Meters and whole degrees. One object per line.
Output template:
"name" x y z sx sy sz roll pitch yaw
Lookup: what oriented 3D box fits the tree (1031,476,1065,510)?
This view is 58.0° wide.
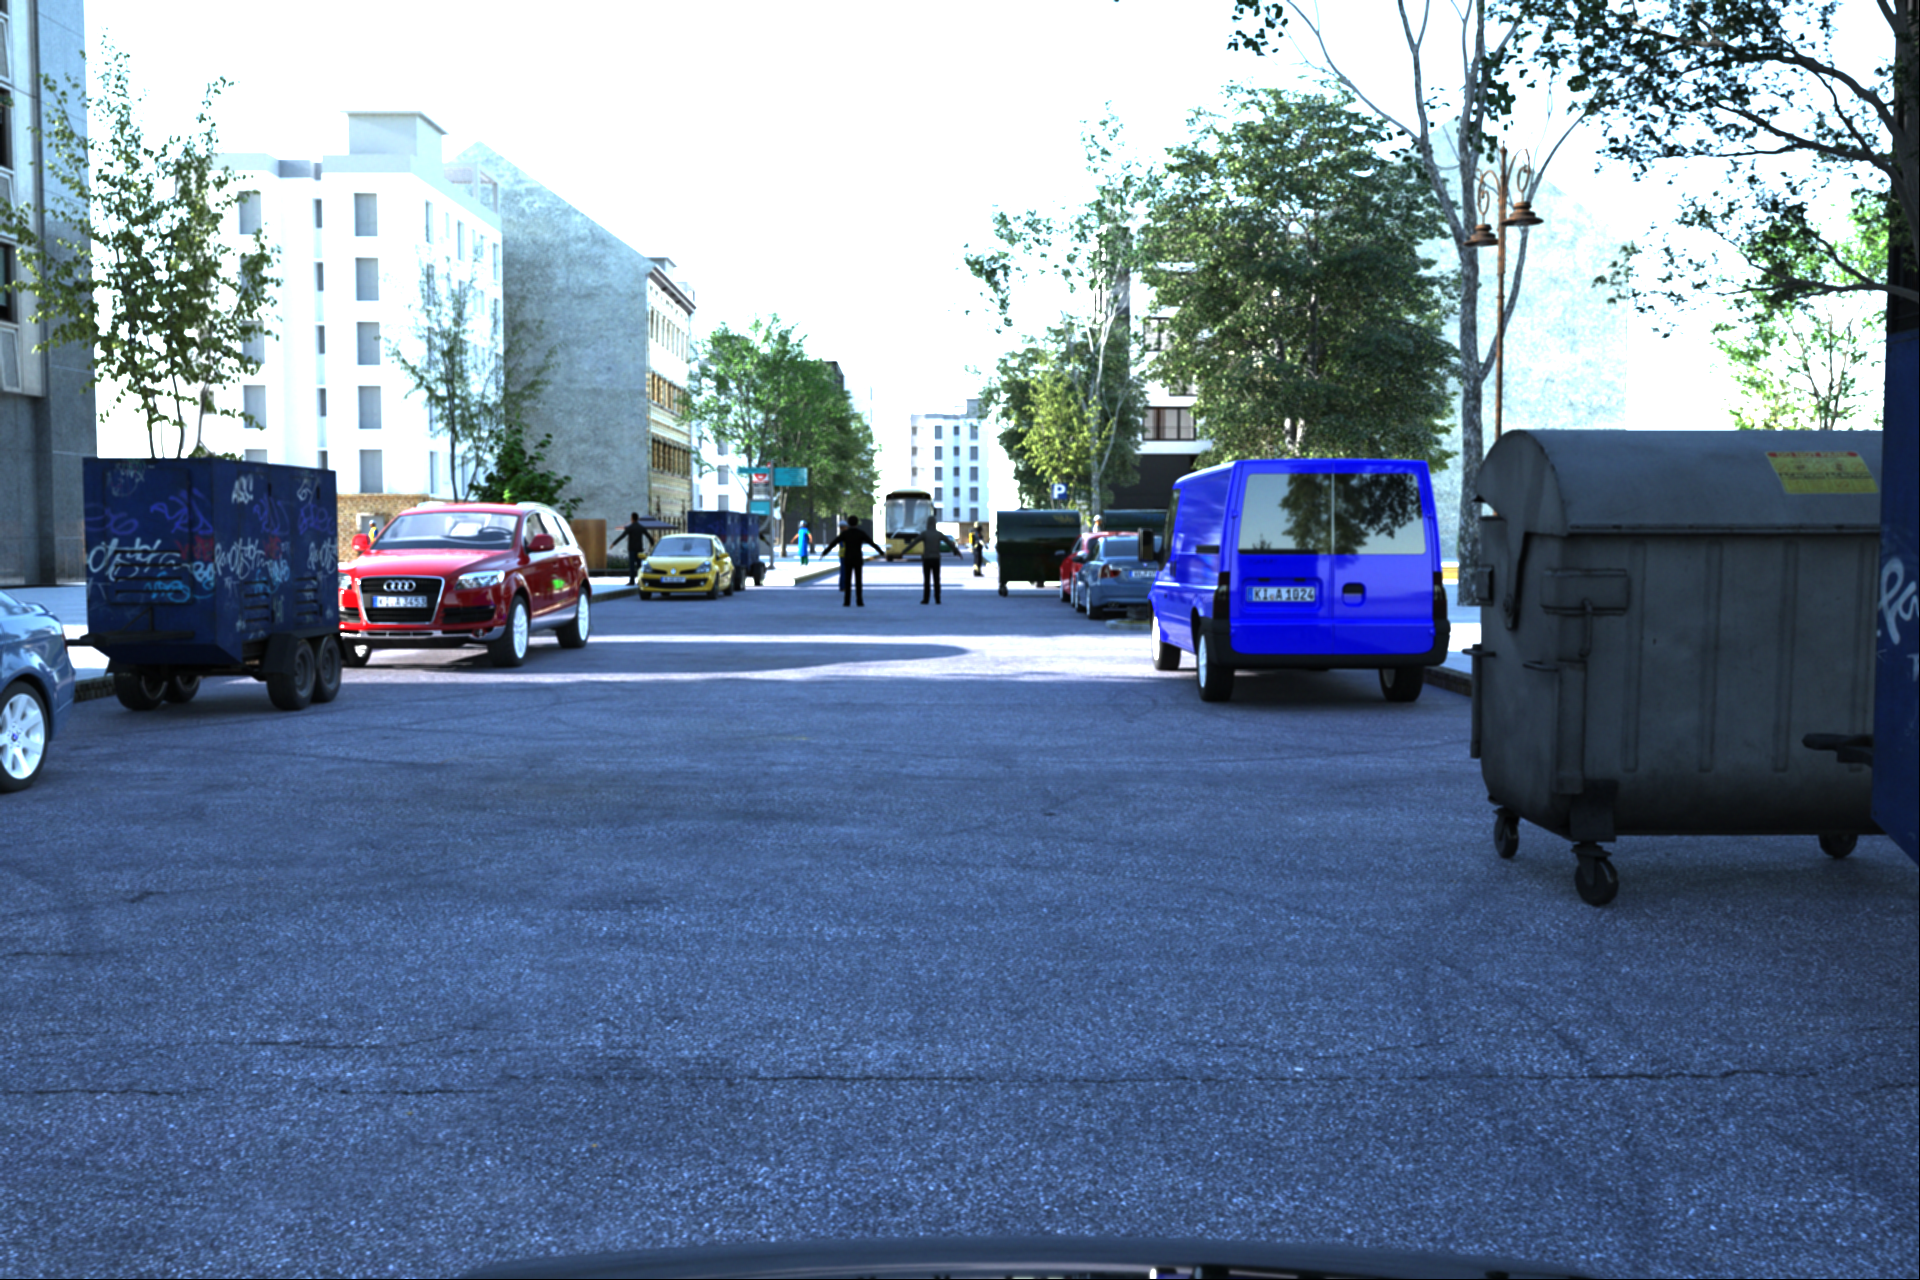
"tree" 5.234 -9.920 112.561 4.360 8.622 3.978 0 3 0

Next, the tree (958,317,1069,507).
"tree" 5.800 -18.144 152.548 12.611 20.169 13.585 0 3 0

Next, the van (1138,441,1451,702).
"van" 2.985 -0.739 16.462 2.240 2.365 5.245 0 4 -1

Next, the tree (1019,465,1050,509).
"tree" 5.665 -10.561 123.040 4.360 8.622 3.978 0 3 0

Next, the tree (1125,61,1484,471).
"tree" 9.455 -8.617 47.547 9.857 13.997 8.962 0 3 0

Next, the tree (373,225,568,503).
"tree" -12.492 -5.617 42.201 4.360 8.622 3.978 0 3 0

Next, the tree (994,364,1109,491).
"tree" 5.688 -10.961 104.975 9.928 11.665 9.643 0 3 0

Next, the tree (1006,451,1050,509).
"tree" 5.923 -11.643 140.723 4.737 8.622 4.395 0 3 0

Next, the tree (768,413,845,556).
"tree" -9.711 -9.305 102.495 4.360 8.622 3.978 0 3 0

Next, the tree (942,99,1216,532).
"tree" 5.559 -13.611 78.423 12.611 20.169 13.585 0 3 0

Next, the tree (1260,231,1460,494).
"tree" 14.676 -9.001 65.298 7.486 12.596 7.792 0 3 0

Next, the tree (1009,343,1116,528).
"tree" 3.794 -7.097 66.400 4.737 8.622 4.395 0 3 0

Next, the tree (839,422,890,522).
"tree" -10.104 -13.902 153.056 9.928 11.665 9.643 0 3 0

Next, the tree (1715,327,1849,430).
"tree" 28.412 -6.728 60.370 4.737 8.622 4.395 0 3 0

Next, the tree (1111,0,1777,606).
"tree" 7.918 -10.620 29.532 12.611 20.169 13.585 0 3 0

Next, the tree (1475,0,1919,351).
"tree" 9.141 -4.959 15.494 8.767 10.594 7.601 1 4 9

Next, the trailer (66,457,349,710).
"trailer" -6.046 -0.404 13.654 1.471 1.999 3.904 0 4 -1

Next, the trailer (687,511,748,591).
"trailer" -6.198 -2.209 43.168 1.471 1.999 3.904 0 3 0

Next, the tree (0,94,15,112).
"tree" -12.012 -6.529 13.410 9.857 13.997 8.962 0 3 0

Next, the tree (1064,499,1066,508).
"tree" 15.226 -23.750 244.206 12.611 20.169 13.585 0 3 0

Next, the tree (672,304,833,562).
"tree" -9.456 -9.327 78.259 9.928 11.665 9.643 0 3 0

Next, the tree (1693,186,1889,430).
"tree" 25.951 -7.728 52.102 9.928 11.665 9.643 0 3 0

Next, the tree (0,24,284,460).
"tree" -11.826 -4.599 25.563 4.737 8.622 4.395 0 3 0

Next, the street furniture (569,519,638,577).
"street furniture" -12.583 -2.932 54.796 9.812 1.723 11.010 -1 4 -17

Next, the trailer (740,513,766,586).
"trailer" -6.208 -2.477 47.544 1.471 1.999 3.904 0 3 0

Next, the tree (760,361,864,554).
"tree" -9.897 -11.927 113.135 7.486 12.596 7.792 0 3 0

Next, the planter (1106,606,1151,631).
"planter" 3.262 -0.334 26.593 1.991 0.319 1.994 0 4 0

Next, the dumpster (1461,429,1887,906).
"dumpster" 3.139 0.065 7.147 1.865 1.857 1.264 0 4 -1

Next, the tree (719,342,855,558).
"tree" -9.558 -10.290 94.001 9.928 11.665 9.643 0 3 0

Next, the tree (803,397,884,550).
"tree" -10.185 -13.604 140.551 7.486 12.596 7.792 0 3 0

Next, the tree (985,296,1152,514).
"tree" 6.040 -11.488 94.484 9.857 13.997 8.962 0 3 0

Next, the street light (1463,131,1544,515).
"street light" 6.364 -2.915 20.452 0.468 5.910 1.993 0 4 -1

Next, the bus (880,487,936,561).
"bus" -2.691 -6.296 94.491 2.896 3.916 12.252 0 4 0

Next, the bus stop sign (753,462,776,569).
"bus stop sign" -7.275 -4.636 64.501 0.855 3.939 0.416 0 4 0

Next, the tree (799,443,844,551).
"tree" -9.513 -10.603 123.715 4.360 8.622 3.978 0 3 0
